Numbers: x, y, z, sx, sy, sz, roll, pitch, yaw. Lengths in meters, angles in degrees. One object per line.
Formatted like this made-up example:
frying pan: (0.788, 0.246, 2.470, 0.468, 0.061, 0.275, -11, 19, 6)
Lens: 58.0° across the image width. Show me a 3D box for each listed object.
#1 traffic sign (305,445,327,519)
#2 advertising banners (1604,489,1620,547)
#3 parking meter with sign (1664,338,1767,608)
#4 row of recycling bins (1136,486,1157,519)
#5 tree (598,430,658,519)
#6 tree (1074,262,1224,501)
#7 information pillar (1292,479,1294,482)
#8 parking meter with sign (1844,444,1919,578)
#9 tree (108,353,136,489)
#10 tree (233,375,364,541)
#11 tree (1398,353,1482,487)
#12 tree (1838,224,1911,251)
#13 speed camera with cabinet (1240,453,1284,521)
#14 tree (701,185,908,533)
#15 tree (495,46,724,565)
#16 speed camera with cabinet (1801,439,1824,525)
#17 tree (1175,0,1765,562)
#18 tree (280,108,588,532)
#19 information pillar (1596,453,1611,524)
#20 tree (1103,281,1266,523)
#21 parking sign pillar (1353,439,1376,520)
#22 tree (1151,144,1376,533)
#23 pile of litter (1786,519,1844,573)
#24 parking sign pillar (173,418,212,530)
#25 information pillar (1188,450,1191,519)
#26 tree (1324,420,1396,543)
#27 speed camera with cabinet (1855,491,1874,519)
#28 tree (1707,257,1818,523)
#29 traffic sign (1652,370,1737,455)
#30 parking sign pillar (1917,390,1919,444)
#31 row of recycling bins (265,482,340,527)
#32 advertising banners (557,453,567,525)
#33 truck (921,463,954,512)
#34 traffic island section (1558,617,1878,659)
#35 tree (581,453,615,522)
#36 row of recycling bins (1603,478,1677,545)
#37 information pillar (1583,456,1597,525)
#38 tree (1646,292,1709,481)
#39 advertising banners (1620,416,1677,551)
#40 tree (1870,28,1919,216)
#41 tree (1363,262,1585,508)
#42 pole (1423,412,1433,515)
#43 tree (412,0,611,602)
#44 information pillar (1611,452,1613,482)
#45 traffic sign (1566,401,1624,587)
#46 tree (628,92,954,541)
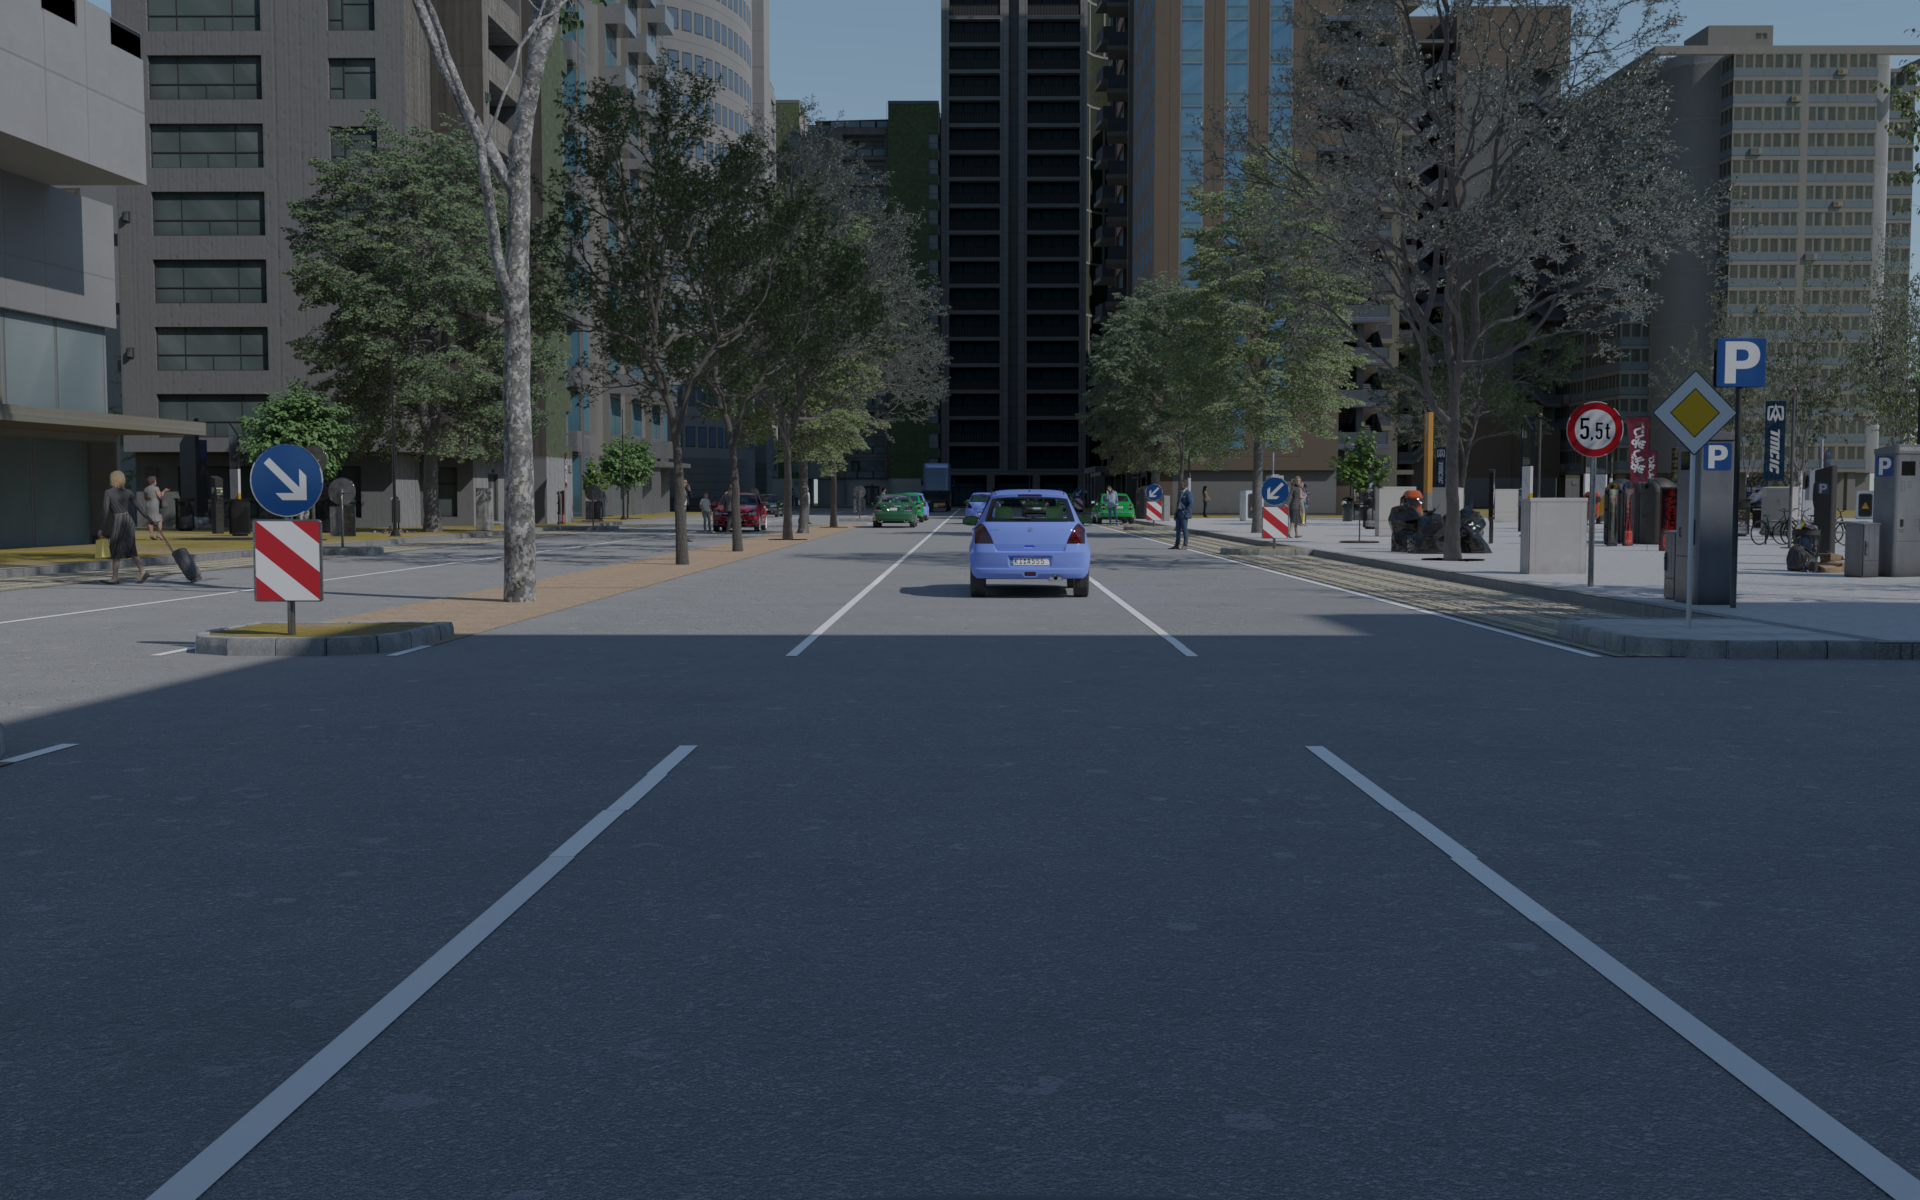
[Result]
traffic sign: (-16.877, -2.757, 45.180, 0.768, 2.556, 0.104, 0, 4, 6)
advertising banners: (16.522, -2.852, 42.822, 2.074, 3.025, 0.090, -3, 5, -41)
parking meter with sign: (8.743, -1.468, 20.267, 0.543, 3.016, 1.738, 0, 4, 2)
row of recycling bins: (9.671, -5.047, 89.637, 1.069, 1.692, 3.534, 0, 4, 2)
tree: (-17.193, -6.462, 89.369, 4.285, 4.588, 4.351, 0, 3, 0)
tree: (10.820, -11.614, 96.543, 9.857, 13.997, 8.962, 0, 3, 0)
information pillar: (16.633, -4.991, 86.086, 0.304, 2.012, 0.304, 1, 4, 13)
parking meter with sign: (14.558, -1.872, 26.876, 1.738, 3.016, 0.543, -1, 4, -22)
tree: (-40.874, -8.356, 86.984, 4.737, 8.622, 4.395, 0, 3, 0)
tree: (-18.195, -3.920, 47.809, 4.285, 4.588, 4.351, 0, 3, 0)
tree: (23.891, -8.282, 85.766, 4.360, 8.622, 3.978, 0, 3, 0)
tree: (25.593, -5.903, 46.871, 4.360, 8.622, 3.978, 0, 3, 0)
speed camera with cabinet: (14.323, -5.373, 82.189, 2.038, 3.252, 0.660, -1, 4, -19)
tree: (-5.776, -8.702, 62.867, 7.486, 12.596, 7.792, 0, 3, 0)
tree: (-5.575, -6.000, 34.978, 8.767, 10.594, 7.601, 0, 4, 1)
speed camera with cabinet: (31.144, -4.225, 63.416, 0.660, 3.252, 2.038, 1, 4, 14)
tree: (9.339, -7.492, 32.863, 12.009, 13.543, 11.850, 0, 3, 0)
tree: (-17.740, -9.268, 58.180, 9.857, 13.997, 8.962, 0, 3, 0)
information pillar: (27.279, -5.037, 73.705, 0.183, 3.616, 0.504, -3, 5, -39)
tree: (9.913, -8.632, 75.540, 7.601, 10.594, 8.767, -1, 4, -9)
parking sign pillar: (19.910, -5.914, 85.173, 1.447, 3.967, 1.447, -3, 5, -45)
tree: (10.090, -8.460, 56.443, 7.486, 12.596, 7.792, 0, 3, 0)
pile of litter: (14.391, -0.912, 28.879, 1.719, 0.858, 1.176, -3, 5, -42)
parking sign pillar: (-27.493, -4.506, 62.142, 1.447, 3.967, 1.447, 3, 5, 42)
information pillar: (11.817, -5.986, 89.228, 0.183, 3.616, 0.504, 1, 4, 14)
tree: (10.616, -3.106, 45.390, 1.663, 3.219, 1.824, 0, 3, 0)
speed camera with cabinet: (46.538, -5.708, 87.666, 2.038, 3.252, 0.660, 3, 4, 37)
tree: (26.937, -6.398, 54.962, 4.360, 8.622, 3.978, 0, 3, 0)
traffic sign: (6.955, -0.869, 16.397, 0.795, 2.593, 0.064, 0, 4, 1)
parking sign pillar: (17.427, -2.552, 30.190, 1.447, 3.967, 1.447, 2, 4, 34)
row of recycling bins: (-22.685, -3.239, 60.076, 1.069, 1.692, 3.534, 1, 4, 16)
advertising banners: (-16.734, -4.694, 72.930, 0.090, 3.025, 2.074, 0, 4, -1)
truck: (-2.135, -9.513, 145.301, 2.967, 4.110, 18.799, 0, 4, 1)
traffic island section: (6.978, 0.355, 16.479, 2.009, 0.180, 2.903, 0, 4, 1)
tree: (-17.241, -5.286, 81.023, 1.663, 3.219, 1.824, 0, 3, 0)
row of recycling bins: (17.863, -2.343, 45.428, 1.069, 1.692, 3.534, 0, 4, 2)
information pillar: (25.643, -4.856, 70.748, 0.504, 3.616, 0.183, -3, 4, -36)
tree: (26.505, -6.732, 60.436, 4.360, 8.622, 3.978, 0, 3, 0)
advertising banners: (15.957, -2.603, 38.748, 2.074, 3.025, 0.090, 1, 4, 16)
tree: (13.011, -4.255, 19.935, 4.737, 8.622, 4.395, 0, 3, 0)
tree: (20.354, -8.277, 69.739, 8.767, 10.594, 7.601, -1, 4, -14)
pole: (11.689, -3.022, 43.254, 0.158, 3.312, 0.155, 0, 3, 0)
tree: (-7.033, -10.082, 23.190, 12.611, 20.169, 13.585, 0, 3, 0)
information pillar: (33.882, -6.043, 90.151, 0.183, 3.616, 0.504, 2, 4, 28)
traffic sign: (8.731, -1.455, 23.903, 0.768, 2.556, 0.104, 0, 4, 4)
tree: (-5.295, -8.574, 53.004, 12.009, 13.543, 11.850, 0, 3, 0)
